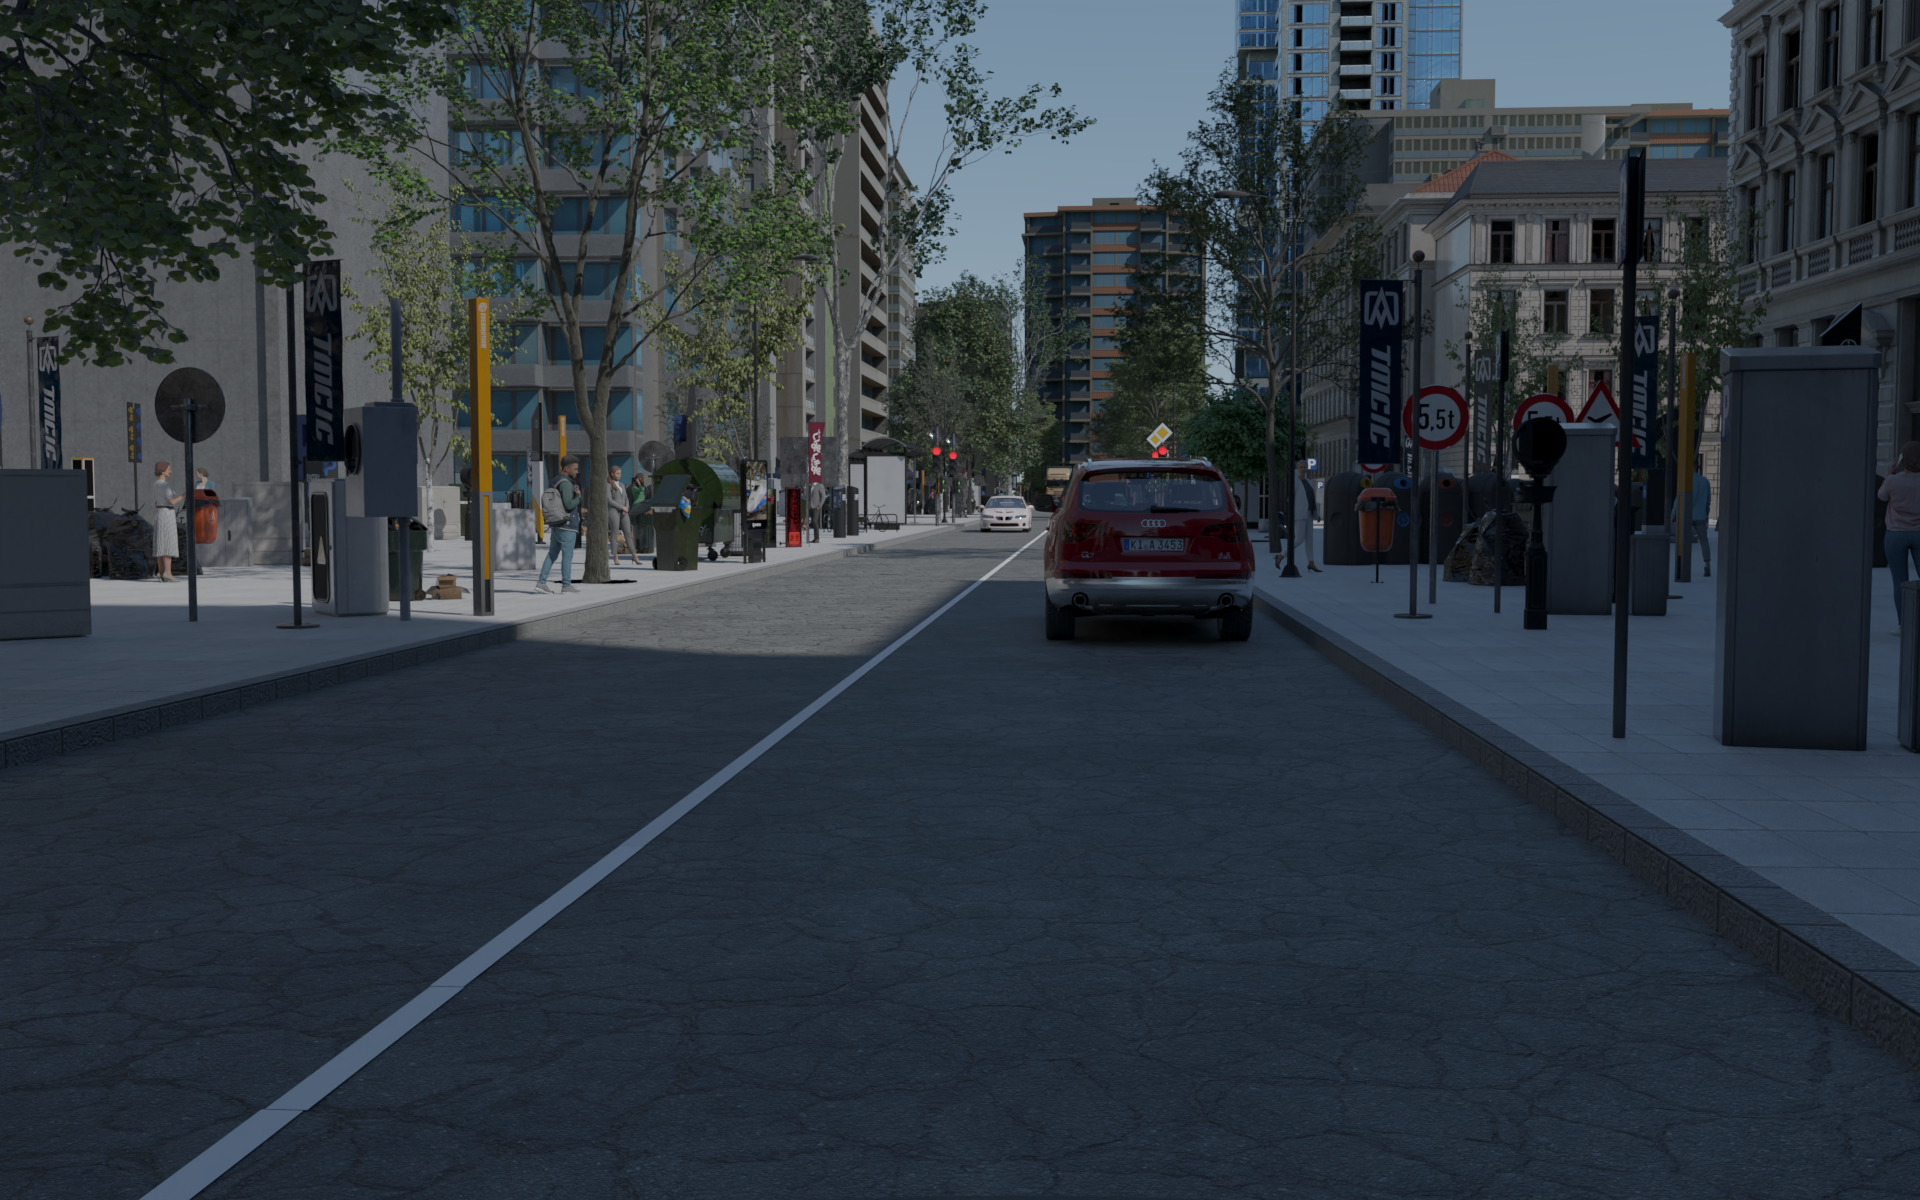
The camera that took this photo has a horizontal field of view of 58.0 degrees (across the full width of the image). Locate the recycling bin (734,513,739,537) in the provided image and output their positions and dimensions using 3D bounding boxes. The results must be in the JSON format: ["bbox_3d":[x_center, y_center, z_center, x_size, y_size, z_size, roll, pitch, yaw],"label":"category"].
[{"bbox_3d":[-7.032,-2.373,51.350,0.722,1.027,0.722,2,4,35],"label":"recycling bin"}]

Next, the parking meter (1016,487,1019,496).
[{"bbox_3d":[4.835,-8.553,145.551,0.255,1.863,0.399,0,4,5],"label":"parking meter"}]

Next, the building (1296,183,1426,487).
[{"bbox_3d":[35.556,-18.412,134.320,16.112,22.955,30.059,0,4,4],"label":"building"}]

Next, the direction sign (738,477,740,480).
[{"bbox_3d":[-13.133,-6.901,104.825,0.379,3.537,0.876,3,4,39],"label":"direction sign"}]

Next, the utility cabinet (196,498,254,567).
[{"bbox_3d":[-13.052,-1.188,30.591,1.020,1.237,0.306,0,4,-3],"label":"utility cabinet"}]

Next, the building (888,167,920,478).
[{"bbox_3d":[-17.299,-31.059,199.689,23.993,40.220,32.217,0,4,4],"label":"building"}]

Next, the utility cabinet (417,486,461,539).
[{"bbox_3d":[-14.589,-2.435,48.489,0.318,1.500,1.173,3,5,43],"label":"utility cabinet"}]

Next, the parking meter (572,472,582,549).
[{"bbox_3d":[-9.119,-2.146,40.801,0.255,1.863,0.399,2,4,26],"label":"parking meter"}]

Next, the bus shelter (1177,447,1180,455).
[{"bbox_3d":[14.889,-8.916,123.400,2.179,5.291,8.768,0,4,5],"label":"bus shelter"}]

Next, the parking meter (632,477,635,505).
[{"bbox_3d":[-11.277,-3.361,60.664,0.255,1.863,0.399,3,4,38],"label":"parking meter"}]

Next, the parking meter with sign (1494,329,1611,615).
[{"bbox_3d":[6.606,-1.356,18.434,1.738,3.016,0.543,1,4,11],"label":"parking meter with sign"}]

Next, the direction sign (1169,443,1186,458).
[{"bbox_3d":[9.711,-5.202,77.046,0.876,3.537,0.379,-1,4,-12],"label":"direction sign"}]

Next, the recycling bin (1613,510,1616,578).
[{"bbox_3d":[9.843,-0.861,26.638,0.722,1.027,0.722,0,4,-4],"label":"recycling bin"}]

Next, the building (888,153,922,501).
[{"bbox_3d":[-19.633,-41.361,265.496,27.495,52.752,28.713,0,4,4],"label":"building"}]

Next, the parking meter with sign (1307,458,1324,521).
[{"bbox_3d":[17.307,-5.361,83.906,0.543,3.016,1.738,-1,4,-9],"label":"parking meter with sign"}]

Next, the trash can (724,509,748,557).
[{"bbox_3d":[-4.566,-1.475,35.767,0.748,1.137,0.748,0,3,0],"label":"trash can"}]

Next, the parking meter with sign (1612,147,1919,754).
[{"bbox_3d":[4.262,-0.767,8.794,1.738,3.016,0.543,1,4,17],"label":"parking meter with sign"}]

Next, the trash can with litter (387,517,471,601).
[{"bbox_3d":[-6.546,-0.589,21.013,1.055,1.170,0.624,-3,4,-37],"label":"trash can with litter"}]

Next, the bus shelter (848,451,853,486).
[{"bbox_3d":[-4.108,-5.291,80.427,2.014,3.302,5.546,0,4,5],"label":"bus shelter"}]

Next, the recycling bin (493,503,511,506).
[{"bbox_3d":[-13.202,-2.249,49.326,0.722,1.027,0.722,0,4,-5],"label":"recycling bin"}]

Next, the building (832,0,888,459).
[{"bbox_3d":[-18.654,-33.034,163.802,21.300,48.544,21.600,0,4,4],"label":"building"}]

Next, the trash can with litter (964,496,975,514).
[{"bbox_3d":[0.435,-6.169,112.256,1.055,1.170,0.624,1,4,19],"label":"trash can with litter"}]

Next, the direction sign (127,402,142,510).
[{"bbox_3d":[-20.482,-3.121,43.028,0.379,3.537,0.876,0,4,-7],"label":"direction sign"}]

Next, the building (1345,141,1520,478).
[{"bbox_3d":[31.564,-16.688,109.006,11.583,22.565,21.152,0,4,4],"label":"building"}]

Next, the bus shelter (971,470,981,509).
[{"bbox_3d":[1.424,-9.539,149.892,2.014,3.302,5.546,0,4,5],"label":"bus shelter"}]

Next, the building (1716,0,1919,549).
[{"bbox_3d":[26.776,-13.002,41.459,11.050,23.489,19.941,0,4,4],"label":"building"}]

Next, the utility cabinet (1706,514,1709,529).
[{"bbox_3d":[27.008,-3.215,63.727,1.020,1.237,0.306,2,4,29],"label":"utility cabinet"}]

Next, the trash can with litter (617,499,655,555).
[{"bbox_3d":[-6.907,-1.569,37.034,0.624,1.170,1.055,3,4,36],"label":"trash can with litter"}]

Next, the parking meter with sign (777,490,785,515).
[{"bbox_3d":[-10.617,-6.817,107.719,1.738,3.016,0.543,-2,4,-29],"label":"parking meter with sign"}]

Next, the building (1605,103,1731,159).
[{"bbox_3d":[79.153,-33.175,197.033,28.867,44.769,22.147,0,4,4],"label":"building"}]

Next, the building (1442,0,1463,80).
[{"bbox_3d":[43.912,-53.893,193.824,22.319,86.520,31.000,0,4,4],"label":"building"}]

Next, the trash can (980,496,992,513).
[{"bbox_3d":[1.595,-5.845,107.215,0.748,1.137,0.748,0,3,0],"label":"trash can"}]

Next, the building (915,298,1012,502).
[{"bbox_3d":[0.523,-29.688,257.097,14.107,30.474,14.160,0,4,4],"label":"building"}]

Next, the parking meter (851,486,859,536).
[{"bbox_3d":[-3.299,-2.744,53.283,0.372,1.533,0.369,0,3,0],"label":"parking meter"}]

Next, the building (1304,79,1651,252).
[{"bbox_3d":[46.203,-29.053,166.902,32.217,40.220,23.993,0,4,4],"label":"building"}]

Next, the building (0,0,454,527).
[{"bbox_3d":[-26.952,-14.241,50.865,19.932,24.808,12.078,0,4,4],"label":"building"}]

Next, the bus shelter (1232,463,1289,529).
[{"bbox_3d":[10.569,-4.103,61.006,2.014,3.302,5.546,0,4,5],"label":"bus shelter"}]

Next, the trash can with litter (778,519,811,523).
[{"bbox_3d":[-7.487,-4.103,78.140,1.678,1.210,2.233,3,5,42],"label":"trash can with litter"}]

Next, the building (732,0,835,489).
[{"bbox_3d":[-17.855,-27.690,136.329,14.154,41.232,14.086,0,4,4],"label":"building"}]

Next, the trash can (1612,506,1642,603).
[{"bbox_3d":[7.677,-0.544,20.543,0.748,1.137,0.748,0,3,0],"label":"trash can"}]

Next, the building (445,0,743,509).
[{"bbox_3d":[-26.118,-29.775,106.427,23.786,49.044,30.456,0,4,4],"label":"building"}]

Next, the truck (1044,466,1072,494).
[{"bbox_3d":[10.119,-11.474,176.507,2.839,4.237,11.283,0,4,5],"label":"truck"}]

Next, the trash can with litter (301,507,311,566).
[{"bbox_3d":[-11.476,-1.210,31.172,0.624,1.170,1.055,0,4,-5],"label":"trash can with litter"}]

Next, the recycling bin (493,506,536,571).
[{"bbox_3d":[-7.673,-1.030,29.391,0.722,1.027,0.722,-3,4,-38],"label":"recycling bin"}]

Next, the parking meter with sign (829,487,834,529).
[{"bbox_3d":[-4.529,-4.146,64.048,0.543,3.016,1.738,1,4,9],"label":"parking meter with sign"}]

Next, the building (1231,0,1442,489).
[{"bbox_3d":[52.087,-57.625,254.847,31.000,86.520,22.319,0,4,4],"label":"building"}]

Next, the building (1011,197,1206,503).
[{"bbox_3d":[22.222,-36.937,258.536,28.867,44.769,22.147,0,4,4],"label":"building"}]

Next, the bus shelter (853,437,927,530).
[{"bbox_3d":[-2.478,-4.295,64.143,2.014,3.302,5.546,0,4,5],"label":"bus shelter"}]

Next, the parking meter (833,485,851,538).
[{"bbox_3d":[-3.521,-2.582,50.625,0.372,1.533,0.369,0,3,0],"label":"parking meter"}]

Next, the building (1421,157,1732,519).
[{"bbox_3d":[35.396,-13.955,92.795,19.286,19.102,10.561,0,4,4],"label":"building"}]
